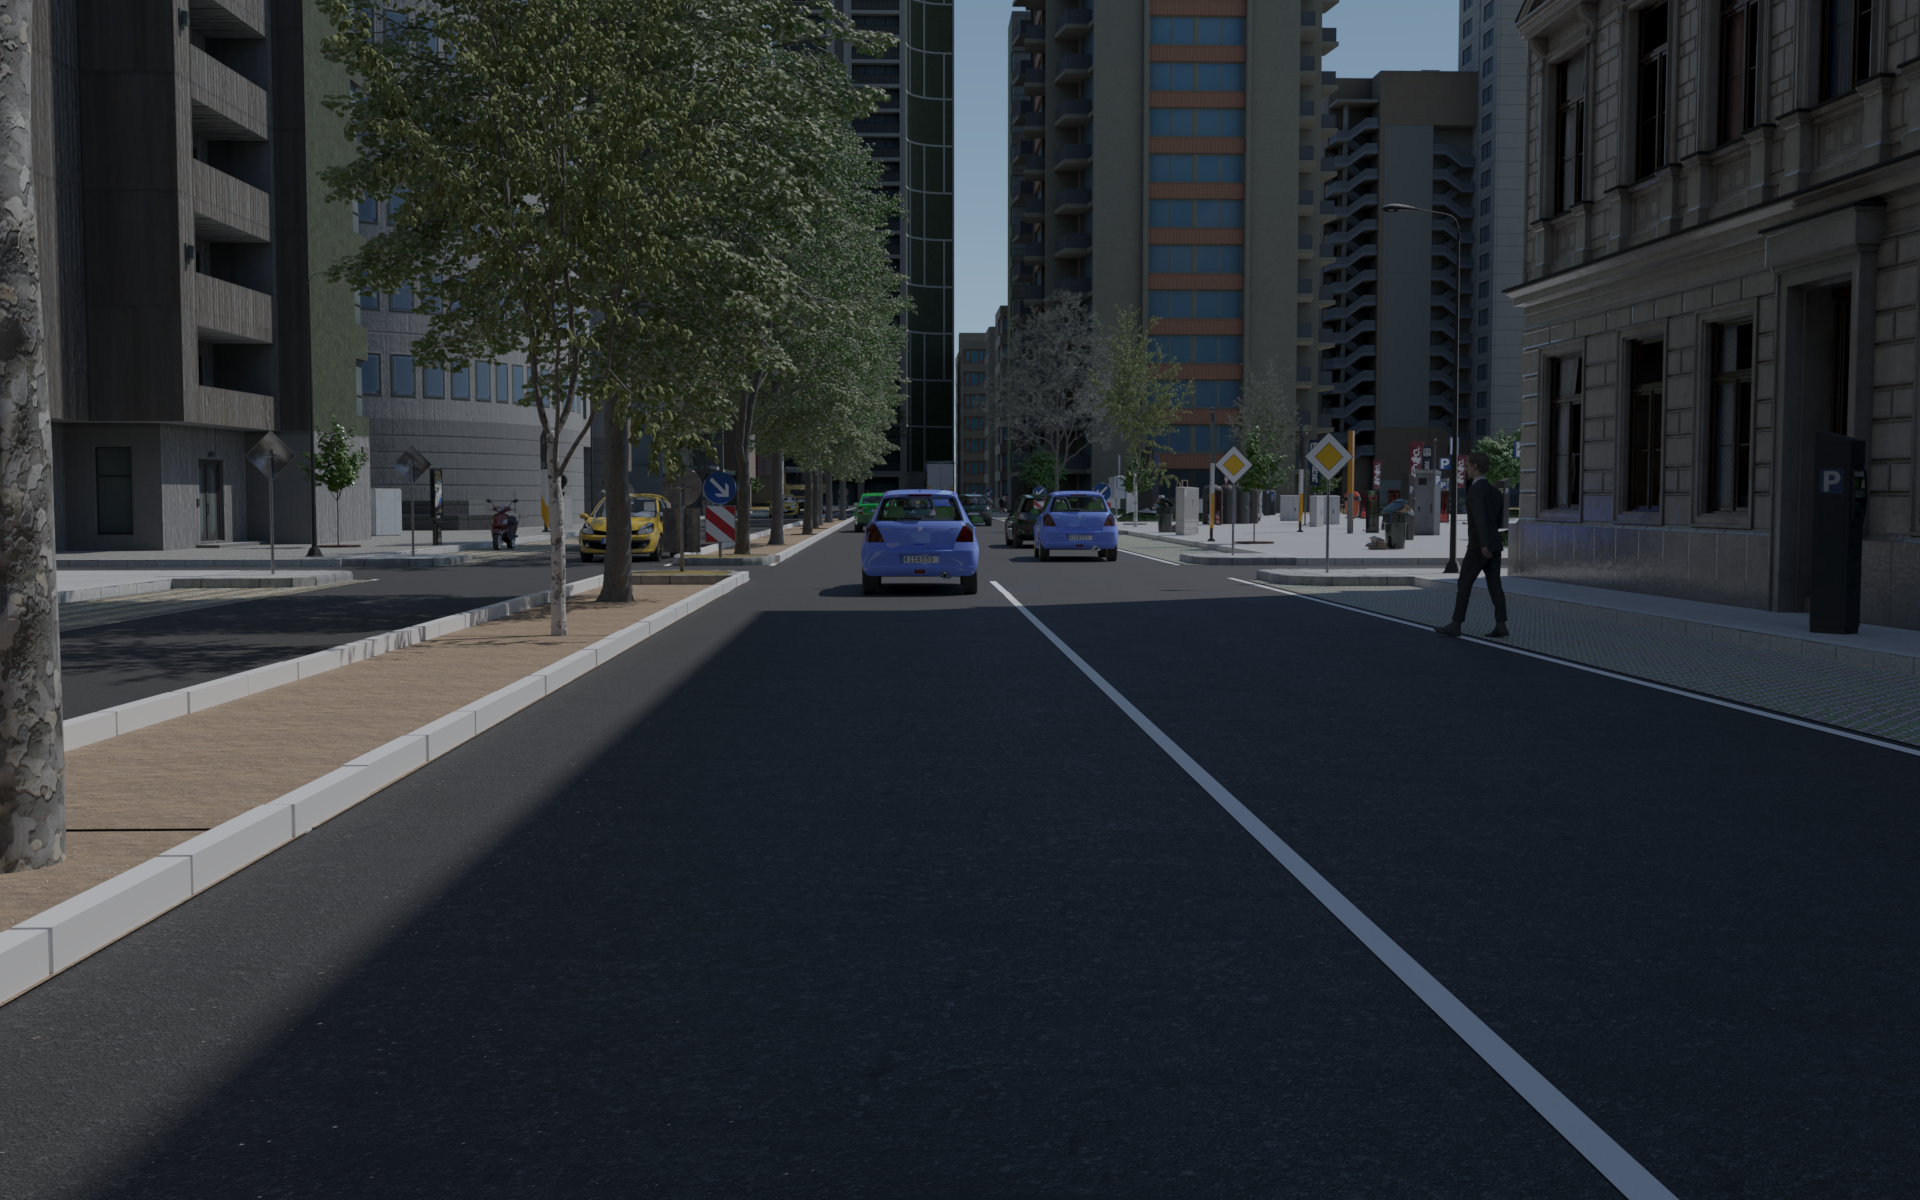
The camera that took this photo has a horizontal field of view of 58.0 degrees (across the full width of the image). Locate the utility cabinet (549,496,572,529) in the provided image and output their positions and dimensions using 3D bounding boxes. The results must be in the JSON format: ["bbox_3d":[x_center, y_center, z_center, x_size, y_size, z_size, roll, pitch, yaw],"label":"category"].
[{"bbox_3d":[-14.653,-3.202,63.518,0.306,1.237,1.020,2,4,26],"label":"utility cabinet"}]

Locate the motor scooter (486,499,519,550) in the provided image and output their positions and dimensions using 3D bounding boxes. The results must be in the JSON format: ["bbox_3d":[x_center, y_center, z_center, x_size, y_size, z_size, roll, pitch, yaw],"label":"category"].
[{"bbox_3d":[-11.716,-1.942,44.526,0.815,1.314,1.986,0,4,-1],"label":"motor scooter"}]

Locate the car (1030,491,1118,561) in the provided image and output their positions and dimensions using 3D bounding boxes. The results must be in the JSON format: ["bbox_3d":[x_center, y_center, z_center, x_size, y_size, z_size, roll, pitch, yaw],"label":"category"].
[{"bbox_3d":[2.519,-1.753,38.248,1.945,1.707,3.694,0,4,0],"label":"car"}]

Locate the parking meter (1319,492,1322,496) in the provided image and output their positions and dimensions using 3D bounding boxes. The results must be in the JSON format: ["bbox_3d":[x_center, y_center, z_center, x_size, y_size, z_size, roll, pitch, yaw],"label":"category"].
[{"bbox_3d":[22.385,-6.241,107.755,0.255,1.863,0.399,2,4,23],"label":"parking meter"}]

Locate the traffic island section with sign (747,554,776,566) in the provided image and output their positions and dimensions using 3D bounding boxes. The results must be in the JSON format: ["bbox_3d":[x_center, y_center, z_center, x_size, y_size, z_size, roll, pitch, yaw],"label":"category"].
[{"bbox_3d":[-4.846,-1.673,35.489,2.006,1.907,1.989,0,4,-2],"label":"traffic island section with sign"}]

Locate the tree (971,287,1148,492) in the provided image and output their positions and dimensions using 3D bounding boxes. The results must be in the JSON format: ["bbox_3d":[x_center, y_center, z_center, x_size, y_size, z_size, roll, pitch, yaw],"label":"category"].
[{"bbox_3d":[5.788,-11.700,101.660,12.009,13.543,11.850,0,3,0],"label":"tree"}]

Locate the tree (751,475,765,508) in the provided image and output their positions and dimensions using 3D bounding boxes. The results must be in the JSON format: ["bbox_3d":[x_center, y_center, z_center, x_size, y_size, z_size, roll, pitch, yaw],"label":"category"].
[{"bbox_3d":[-18.484,-9.923,156.835,1.663,3.219,1.824,0,3,0],"label":"tree"}]

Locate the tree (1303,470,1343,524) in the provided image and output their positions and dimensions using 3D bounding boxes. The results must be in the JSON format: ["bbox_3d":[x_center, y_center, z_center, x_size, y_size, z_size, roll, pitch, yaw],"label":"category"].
[{"bbox_3d":[15.551,-4.894,74.614,1.663,3.219,1.824,0,3,0],"label":"tree"}]

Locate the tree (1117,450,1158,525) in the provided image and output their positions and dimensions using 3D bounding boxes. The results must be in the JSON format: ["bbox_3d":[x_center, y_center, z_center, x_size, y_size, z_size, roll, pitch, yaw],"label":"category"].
[{"bbox_3d":[7.226,-4.763,72.473,1.663,3.219,1.824,0,3,0],"label":"tree"}]

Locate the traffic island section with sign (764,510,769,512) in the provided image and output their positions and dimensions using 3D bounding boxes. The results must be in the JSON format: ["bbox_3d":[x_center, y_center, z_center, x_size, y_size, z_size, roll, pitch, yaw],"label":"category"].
[{"bbox_3d":[-14.496,-7.871,137.319,1.989,1.847,2.006,0,4,-2],"label":"traffic island section with sign"}]

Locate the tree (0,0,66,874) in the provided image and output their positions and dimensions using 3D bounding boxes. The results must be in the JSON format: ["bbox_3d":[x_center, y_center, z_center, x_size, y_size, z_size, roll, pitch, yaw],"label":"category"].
[{"bbox_3d":[-4.920,-9.084,6.869,12.611,20.169,13.585,0,3,0],"label":"tree"}]

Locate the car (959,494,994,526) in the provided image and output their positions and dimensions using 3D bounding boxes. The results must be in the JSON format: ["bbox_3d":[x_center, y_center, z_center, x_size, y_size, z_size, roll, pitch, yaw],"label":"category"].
[{"bbox_3d":[0.555,-4.203,78.505,2.009,1.686,4.222,0,4,-1],"label":"car"}]

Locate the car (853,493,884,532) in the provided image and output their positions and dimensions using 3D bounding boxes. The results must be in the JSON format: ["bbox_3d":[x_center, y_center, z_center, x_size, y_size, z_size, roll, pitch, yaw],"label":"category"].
[{"bbox_3d":[-3.117,-3.518,66.309,1.959,1.807,4.718,0,4,-2],"label":"car"}]

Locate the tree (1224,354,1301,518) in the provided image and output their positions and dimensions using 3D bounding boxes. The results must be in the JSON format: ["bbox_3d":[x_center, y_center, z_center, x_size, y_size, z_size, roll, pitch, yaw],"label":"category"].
[{"bbox_3d":[16.025,-8.676,92.208,4.360,8.622,3.978,0,3,0],"label":"tree"}]

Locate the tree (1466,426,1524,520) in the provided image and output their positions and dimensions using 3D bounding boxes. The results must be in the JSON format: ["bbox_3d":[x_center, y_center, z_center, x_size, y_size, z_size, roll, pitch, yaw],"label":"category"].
[{"bbox_3d":[26.566,-6.204,85.142,4.285,4.588,4.351,0,3,0],"label":"tree"}]

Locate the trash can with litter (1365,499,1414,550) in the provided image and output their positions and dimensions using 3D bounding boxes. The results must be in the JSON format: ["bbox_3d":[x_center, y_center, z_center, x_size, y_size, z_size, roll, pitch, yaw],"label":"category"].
[{"bbox_3d":[9.936,-1.755,40.084,1.055,1.170,0.624,-2,4,-31],"label":"trash can with litter"}]

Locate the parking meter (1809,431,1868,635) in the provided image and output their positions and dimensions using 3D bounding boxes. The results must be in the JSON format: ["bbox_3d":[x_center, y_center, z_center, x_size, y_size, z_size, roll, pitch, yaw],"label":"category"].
[{"bbox_3d":[8.076,-0.624,15.920,0.255,1.863,0.399,-2,4,-35],"label":"parking meter"}]

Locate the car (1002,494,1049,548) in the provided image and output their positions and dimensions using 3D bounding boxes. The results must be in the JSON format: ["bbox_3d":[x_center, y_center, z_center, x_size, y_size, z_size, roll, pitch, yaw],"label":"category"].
[{"bbox_3d":[2.197,-2.300,47.392,2.009,1.686,4.222,0,4,-3],"label":"car"}]

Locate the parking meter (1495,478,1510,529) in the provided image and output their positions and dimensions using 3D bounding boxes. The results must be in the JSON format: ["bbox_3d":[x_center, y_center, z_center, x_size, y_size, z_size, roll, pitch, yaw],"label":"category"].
[{"bbox_3d":[20.013,-3.551,63.770,0.399,1.863,0.255,-3,4,-37],"label":"parking meter"}]

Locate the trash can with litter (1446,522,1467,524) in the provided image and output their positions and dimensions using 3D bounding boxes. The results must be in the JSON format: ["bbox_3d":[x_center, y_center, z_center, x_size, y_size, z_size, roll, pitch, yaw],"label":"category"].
[{"bbox_3d":[21.856,-3.858,74.136,2.233,1.210,1.678,0,4,1],"label":"trash can with litter"}]

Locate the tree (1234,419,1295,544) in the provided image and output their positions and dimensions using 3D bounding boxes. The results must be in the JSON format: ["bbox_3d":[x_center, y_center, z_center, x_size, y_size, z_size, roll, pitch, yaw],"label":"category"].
[{"bbox_3d":[7.581,-3.067,44.743,1.663,3.219,1.824,0,3,0],"label":"tree"}]

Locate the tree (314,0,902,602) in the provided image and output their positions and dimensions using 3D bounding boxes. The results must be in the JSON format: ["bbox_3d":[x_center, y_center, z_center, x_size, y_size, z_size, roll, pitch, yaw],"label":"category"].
[{"bbox_3d":[-4.669,-6.266,23.042,7.486,12.596,7.792,0,3,0],"label":"tree"}]

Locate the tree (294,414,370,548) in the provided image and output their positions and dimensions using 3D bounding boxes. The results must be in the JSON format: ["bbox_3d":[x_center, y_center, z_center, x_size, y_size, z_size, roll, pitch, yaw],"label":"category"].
[{"bbox_3d":[-15.149,-2.881,41.712,1.663,3.219,1.824,0,3,0],"label":"tree"}]

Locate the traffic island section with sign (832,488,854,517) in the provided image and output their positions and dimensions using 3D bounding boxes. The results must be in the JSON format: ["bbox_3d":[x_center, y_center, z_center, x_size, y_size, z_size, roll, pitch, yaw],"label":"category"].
[{"bbox_3d":[-7.481,-6.266,110.582,2.006,1.907,1.989,0,4,-2],"label":"traffic island section with sign"}]

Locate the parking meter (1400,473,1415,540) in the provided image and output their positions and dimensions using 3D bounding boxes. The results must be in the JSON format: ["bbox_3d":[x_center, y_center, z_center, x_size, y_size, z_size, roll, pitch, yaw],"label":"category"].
[{"bbox_3d":[12.433,-2.595,48.135,0.255,1.863,0.399,3,5,44],"label":"parking meter"}]

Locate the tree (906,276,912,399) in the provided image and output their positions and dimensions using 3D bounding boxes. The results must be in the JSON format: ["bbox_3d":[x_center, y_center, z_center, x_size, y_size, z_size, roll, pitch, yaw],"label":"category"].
[{"bbox_3d":[-5.281,-7.844,48.837,7.486,12.596,7.792,0,3,0],"label":"tree"}]

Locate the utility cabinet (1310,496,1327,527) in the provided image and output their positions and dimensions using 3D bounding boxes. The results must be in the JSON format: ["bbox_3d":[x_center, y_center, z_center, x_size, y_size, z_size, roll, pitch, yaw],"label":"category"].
[{"bbox_3d":[13.987,-3.469,67.878,0.306,1.237,1.020,2,4,27],"label":"utility cabinet"}]

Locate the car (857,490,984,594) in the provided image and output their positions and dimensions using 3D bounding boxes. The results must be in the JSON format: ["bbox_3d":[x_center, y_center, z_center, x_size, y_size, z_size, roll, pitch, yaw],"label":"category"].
[{"bbox_3d":[-0.598,-1.010,26.101,1.945,1.707,3.694,0,4,-1],"label":"car"}]

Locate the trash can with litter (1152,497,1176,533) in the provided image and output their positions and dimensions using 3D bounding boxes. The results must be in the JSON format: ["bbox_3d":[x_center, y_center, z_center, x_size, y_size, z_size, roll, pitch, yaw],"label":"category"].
[{"bbox_3d":[6.968,-2.835,57.746,1.055,1.170,0.624,-3,5,-40],"label":"trash can with litter"}]

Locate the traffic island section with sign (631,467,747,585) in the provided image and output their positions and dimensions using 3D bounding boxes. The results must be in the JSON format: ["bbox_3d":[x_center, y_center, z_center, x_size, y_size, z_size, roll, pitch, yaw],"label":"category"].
[{"bbox_3d":[-4.597,-1.220,28.086,2.006,1.907,1.989,0,4,-2],"label":"traffic island section with sign"}]

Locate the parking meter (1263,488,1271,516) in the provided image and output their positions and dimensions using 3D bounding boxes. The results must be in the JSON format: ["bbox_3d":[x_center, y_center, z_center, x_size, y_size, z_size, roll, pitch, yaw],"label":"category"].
[{"bbox_3d":[18.083,-5.889,101.998,0.399,1.863,0.255,-1,4,-22],"label":"parking meter"}]

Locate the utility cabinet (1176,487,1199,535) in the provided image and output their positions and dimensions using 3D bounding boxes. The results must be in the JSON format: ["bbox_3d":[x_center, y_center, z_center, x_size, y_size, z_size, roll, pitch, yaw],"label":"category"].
[{"bbox_3d":[7.102,-2.774,54.034,0.318,1.500,1.173,2,4,30],"label":"utility cabinet"}]

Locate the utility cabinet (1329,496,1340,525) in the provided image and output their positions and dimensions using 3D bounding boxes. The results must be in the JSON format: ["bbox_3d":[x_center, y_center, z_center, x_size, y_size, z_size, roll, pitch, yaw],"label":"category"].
[{"bbox_3d":[15.464,-3.772,72.830,1.020,1.237,0.306,-1,4,-20],"label":"utility cabinet"}]

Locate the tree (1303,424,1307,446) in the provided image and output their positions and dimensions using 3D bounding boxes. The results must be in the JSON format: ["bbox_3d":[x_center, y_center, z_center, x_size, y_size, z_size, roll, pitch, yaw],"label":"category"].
[{"bbox_3d":[19.632,-9.749,109.759,4.360,8.622,3.978,0,3,0],"label":"tree"}]

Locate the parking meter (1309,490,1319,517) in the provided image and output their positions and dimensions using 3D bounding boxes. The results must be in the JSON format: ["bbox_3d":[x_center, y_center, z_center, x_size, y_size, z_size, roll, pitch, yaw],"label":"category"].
[{"bbox_3d":[19.424,-5.481,95.330,0.255,1.863,0.399,2,4,35],"label":"parking meter"}]

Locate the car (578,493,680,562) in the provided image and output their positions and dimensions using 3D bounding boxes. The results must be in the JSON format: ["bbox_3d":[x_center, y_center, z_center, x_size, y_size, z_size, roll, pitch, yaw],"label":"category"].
[{"bbox_3d":[-7.210,-1.699,38.002,2.015,1.641,3.980,0,4,0],"label":"car"}]

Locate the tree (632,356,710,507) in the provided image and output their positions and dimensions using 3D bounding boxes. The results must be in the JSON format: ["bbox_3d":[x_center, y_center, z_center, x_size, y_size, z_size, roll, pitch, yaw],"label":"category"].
[{"bbox_3d":[-15.495,-8.758,93.556,4.360,8.622,3.978,0,3,0],"label":"tree"}]

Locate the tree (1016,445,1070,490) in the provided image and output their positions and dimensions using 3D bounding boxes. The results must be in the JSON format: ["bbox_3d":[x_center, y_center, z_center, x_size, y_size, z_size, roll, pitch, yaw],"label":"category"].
[{"bbox_3d":[5.490,-7.916,113.146,4.285,4.588,4.351,0,3,0],"label":"tree"}]

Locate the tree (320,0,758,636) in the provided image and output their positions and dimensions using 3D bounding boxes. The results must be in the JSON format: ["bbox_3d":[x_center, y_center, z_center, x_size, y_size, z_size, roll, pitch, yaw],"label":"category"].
[{"bbox_3d":[-3.999,-3.924,16.982,4.737,8.622,4.395,0,3,0],"label":"tree"}]

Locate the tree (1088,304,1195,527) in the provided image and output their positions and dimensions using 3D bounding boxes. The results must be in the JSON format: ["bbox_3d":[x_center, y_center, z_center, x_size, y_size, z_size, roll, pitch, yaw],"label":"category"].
[{"bbox_3d":[6.859,-7.127,66.884,4.737,8.622,4.395,0,3,0],"label":"tree"}]

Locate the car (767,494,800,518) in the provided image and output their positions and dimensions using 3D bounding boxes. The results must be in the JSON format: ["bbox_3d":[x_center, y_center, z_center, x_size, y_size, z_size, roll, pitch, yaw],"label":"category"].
[{"bbox_3d":[-10.659,-5.789,104.879,2.015,1.641,3.980,0,4,-3],"label":"car"}]

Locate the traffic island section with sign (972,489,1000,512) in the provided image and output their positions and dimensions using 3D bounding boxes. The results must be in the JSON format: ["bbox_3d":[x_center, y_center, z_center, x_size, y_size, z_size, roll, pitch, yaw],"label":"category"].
[{"bbox_3d":[2.164,-7.915,138.030,1.989,1.847,2.006,0,4,-2],"label":"traffic island section with sign"}]

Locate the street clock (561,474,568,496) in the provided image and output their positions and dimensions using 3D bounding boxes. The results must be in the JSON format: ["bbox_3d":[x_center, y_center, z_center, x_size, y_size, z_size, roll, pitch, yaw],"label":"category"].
[{"bbox_3d":[-14.221,-3.492,61.666,0.471,2.002,0.358,0,4,4],"label":"street clock"}]

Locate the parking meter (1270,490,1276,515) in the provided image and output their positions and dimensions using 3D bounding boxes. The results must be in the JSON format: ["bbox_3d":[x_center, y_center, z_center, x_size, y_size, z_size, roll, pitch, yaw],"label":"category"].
[{"bbox_3d":[18.926,-5.896,104.804,0.372,1.533,0.369,0,3,0],"label":"parking meter"}]

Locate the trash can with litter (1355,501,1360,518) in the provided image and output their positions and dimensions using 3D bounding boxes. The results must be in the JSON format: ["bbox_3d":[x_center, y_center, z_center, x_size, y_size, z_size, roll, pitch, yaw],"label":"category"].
[{"bbox_3d":[21.475,-5.002,93.164,0.624,1.170,1.055,-3,5,-41],"label":"trash can with litter"}]

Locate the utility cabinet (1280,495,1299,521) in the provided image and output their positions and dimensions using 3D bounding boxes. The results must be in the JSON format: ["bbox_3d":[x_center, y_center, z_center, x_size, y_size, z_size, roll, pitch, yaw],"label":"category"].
[{"bbox_3d":[15.781,-4.366,82.550,1.020,1.237,0.306,1,4,8],"label":"utility cabinet"}]

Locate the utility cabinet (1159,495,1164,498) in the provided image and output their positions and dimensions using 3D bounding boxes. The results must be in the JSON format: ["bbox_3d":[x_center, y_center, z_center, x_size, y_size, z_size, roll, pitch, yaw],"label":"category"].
[{"bbox_3d":[10.637,-5.095,94.471,1.020,1.237,0.306,2,4,35],"label":"utility cabinet"}]

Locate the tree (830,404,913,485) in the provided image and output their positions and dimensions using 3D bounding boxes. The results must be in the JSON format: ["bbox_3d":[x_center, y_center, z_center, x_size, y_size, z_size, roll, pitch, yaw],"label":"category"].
[{"bbox_3d":[-6.956,-10.140,102.666,8.767,10.594,7.601,0,4,-2],"label":"tree"}]

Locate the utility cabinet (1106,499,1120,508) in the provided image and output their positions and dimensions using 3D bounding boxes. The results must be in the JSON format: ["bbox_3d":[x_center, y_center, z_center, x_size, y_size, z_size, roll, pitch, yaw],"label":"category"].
[{"bbox_3d":[9.613,-6.158,109.369,1.173,1.500,0.318,-3,5,-41],"label":"utility cabinet"}]

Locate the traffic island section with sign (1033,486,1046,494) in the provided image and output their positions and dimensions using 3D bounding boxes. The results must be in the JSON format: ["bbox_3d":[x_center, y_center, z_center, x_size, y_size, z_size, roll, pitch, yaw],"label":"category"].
[{"bbox_3d":[3.896,-4.875,88.326,1.989,1.847,2.006,0,4,-2],"label":"traffic island section with sign"}]

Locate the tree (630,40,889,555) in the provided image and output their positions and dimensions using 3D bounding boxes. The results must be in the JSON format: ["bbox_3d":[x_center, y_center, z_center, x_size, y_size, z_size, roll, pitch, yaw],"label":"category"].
[{"bbox_3d":[-4.902,-6.806,39.491,9.928,11.665,9.643,0,3,0],"label":"tree"}]
